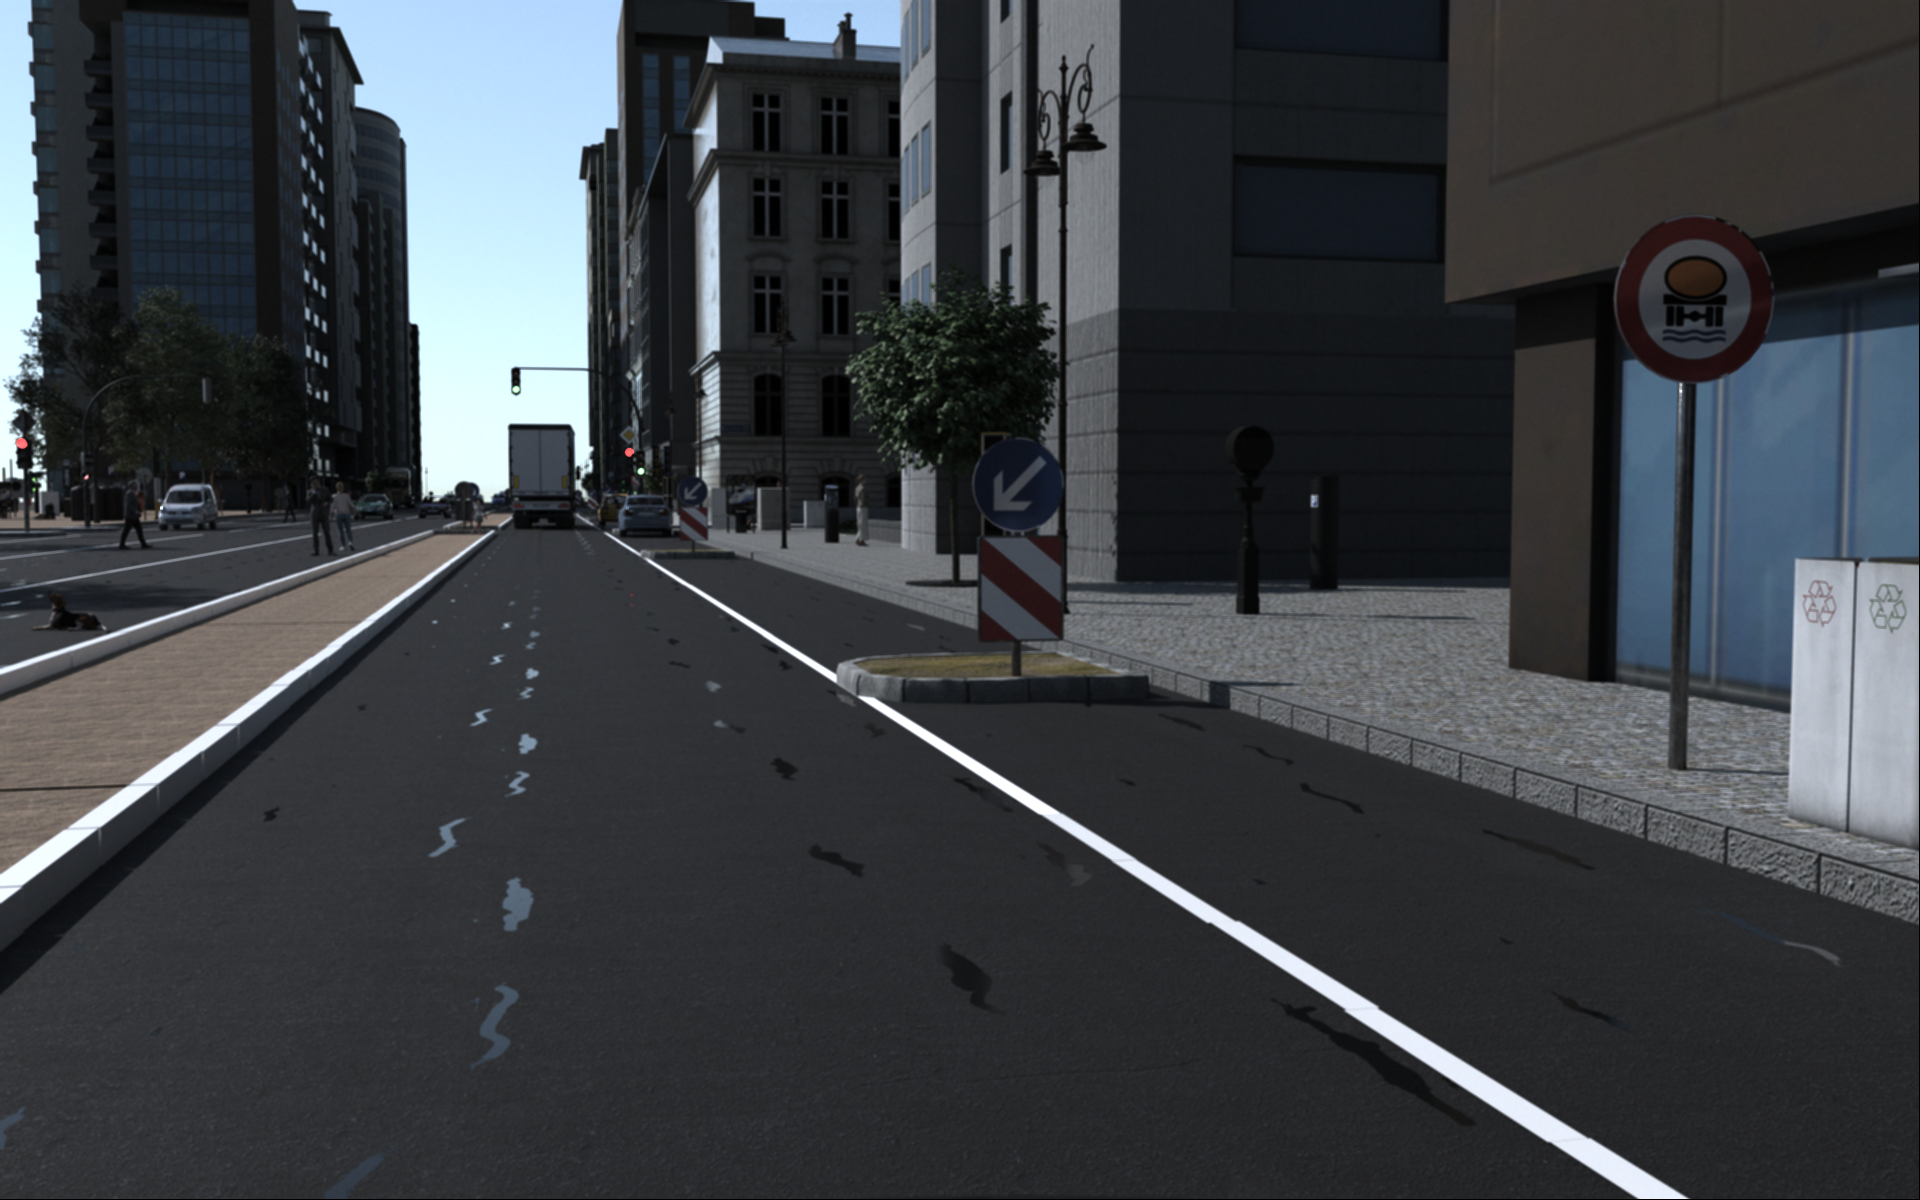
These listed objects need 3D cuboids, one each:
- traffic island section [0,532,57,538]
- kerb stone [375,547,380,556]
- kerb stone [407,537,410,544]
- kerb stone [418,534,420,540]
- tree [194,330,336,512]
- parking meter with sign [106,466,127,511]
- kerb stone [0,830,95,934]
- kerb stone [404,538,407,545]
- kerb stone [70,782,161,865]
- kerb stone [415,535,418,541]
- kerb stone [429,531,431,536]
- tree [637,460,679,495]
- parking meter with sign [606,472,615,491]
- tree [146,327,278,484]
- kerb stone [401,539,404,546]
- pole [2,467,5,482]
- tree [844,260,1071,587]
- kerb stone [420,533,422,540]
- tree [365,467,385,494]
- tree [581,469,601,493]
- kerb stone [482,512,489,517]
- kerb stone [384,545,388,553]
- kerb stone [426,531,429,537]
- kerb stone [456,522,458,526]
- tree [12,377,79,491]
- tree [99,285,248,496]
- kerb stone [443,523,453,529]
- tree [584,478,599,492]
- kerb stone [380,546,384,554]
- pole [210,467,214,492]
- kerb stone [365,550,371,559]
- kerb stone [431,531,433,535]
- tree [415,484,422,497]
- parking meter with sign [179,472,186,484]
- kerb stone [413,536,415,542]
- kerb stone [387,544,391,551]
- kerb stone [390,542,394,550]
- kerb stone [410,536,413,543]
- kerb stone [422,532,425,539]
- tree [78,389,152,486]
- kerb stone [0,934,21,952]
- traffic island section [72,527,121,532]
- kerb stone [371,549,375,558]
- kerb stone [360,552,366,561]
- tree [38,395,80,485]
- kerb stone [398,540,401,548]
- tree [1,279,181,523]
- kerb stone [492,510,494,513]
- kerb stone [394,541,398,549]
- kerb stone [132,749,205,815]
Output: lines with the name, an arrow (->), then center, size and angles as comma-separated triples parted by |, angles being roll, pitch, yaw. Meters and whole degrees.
traffic island section -> -31.513, -2.214, 58.481 | 2.009, 0.180, 2.903 | -1, 4, -13
kerb stone -> -13.437, -1.064, 39.598 | 0.120, 0.150, 1.000 | -1, 4, -13
kerb stone -> -15.602, -1.613, 48.569 | 0.120, 0.150, 1.000 | -1, 4, -13
kerb stone -> -16.560, -1.857, 52.565 | 0.120, 0.150, 1.000 | -1, 4, -13
tree -> -48.835, -12.501, 121.393 | 9.611, 12.733, 9.660 | 0, 3, 0
parking meter with sign -> -52.662, -6.872, 108.614 | 1.738, 3.016, 0.543 | 2, 4, 26
kerb stone -> -3.247, 0.981, 6.151 | 0.120, 0.150, 1.000 | -1, 4, -13
kerb stone -> -15.359, -1.550, 47.567 | 0.120, 0.150, 1.000 | -1, 4, -13
kerb stone -> -3.484, 0.921, 7.145 | 0.120, 0.150, 1.000 | -1, 4, -13
kerb stone -> -16.321, -1.791, 51.571 | 0.120, 0.150, 1.000 | -1, 4, -13
kerb stone -> -17.755, -2.161, 57.535 | 0.120, 0.150, 1.000 | -1, 4, -13
tree -> -15.416, -5.726, 88.222 | 1.663, 3.219, 1.824 | 0, 3, 0
parking meter with sign -> -27.729, -8.618, 137.157 | 0.543, 3.016, 1.738 | -1, 4, -19
tree -> -45.854, -10.990, 105.437 | 9.928, 11.665, 9.643 | 0, 3, 0
kerb stone -> -15.118, -1.491, 46.574 | 0.120, 0.150, 1.000 | -1, 4, -13
pole -> -73.120, -8.482, 132.530 | 0.158, 3.312, 0.155 | 0, 3, 0
tree -> 0.001, -2.495, 24.513 | 4.285, 4.588, 4.351 | 0, 3, 0
kerb stone -> -16.801, -1.918, 53.558 | 0.120, 0.150, 1.000 | -1, 4, -13
tree -> -71.695, -14.053, 213.476 | 4.285, 4.588, 4.351 | 0, 3, 0
tree -> -48.095, -14.867, 226.793 | 4.285, 4.588, 4.351 | 0, 3, 0
kerb stone -> -32.021, -5.785, 116.877 | 0.120, 0.150, 1.000 | -1, 4, -13
kerb stone -> -13.915, -1.185, 41.586 | 0.120, 0.150, 1.000 | -1, 4, -13
kerb stone -> -17.513, -2.101, 56.541 | 0.120, 0.150, 1.000 | -1, 4, -13
kerb stone -> -21.961, -3.230, 75.012 | 0.120, 0.150, 1.000 | -1, 4, -13
tree -> -57.366, -9.706, 109.061 | 4.737, 8.622, 4.395 | 0, 3, 0
tree -> -42.983, -10.804, 94.770 | 7.486, 12.596, 7.792 | 0, 3, 0
kerb stone -> -20.991, -2.985, 71.018 | 0.120, 0.150, 1.000 | -1, 4, -13
tree -> -43.584, -12.839, 204.518 | 1.663, 3.219, 1.824 | 0, 3, 0
kerb stone -> -13.678, -1.125, 40.591 | 0.120, 0.150, 1.000 | -1, 4, -13
pole -> -48.757, -7.282, 112.899 | 0.158, 3.312, 0.155 | 0, 3, 0
kerb stone -> -12.966, -0.942, 37.606 | 0.120, 0.150, 1.000 | -1, 4, -13
kerb stone -> -17.990, -2.222, 58.533 | 0.120, 0.150, 1.000 | -1, 4, -13
tree -> -84.262, -16.749, 268.440 | 1.663, 3.219, 1.824 | 0, 3, 0
parking meter with sign -> -60.827, -8.582, 136.576 | 0.543, 3.016, 1.738 | 0, 4, 5
kerb stone -> -16.079, -1.736, 50.577 | 0.120, 0.150, 1.000 | -1, 4, -13
kerb stone -> -14.164, -1.245, 42.578 | 0.120, 0.150, 1.000 | -1, 4, -13
kerb stone -> -14.400, -1.307, 43.572 | 0.120, 0.150, 1.000 | -1, 4, -13
kerb stone -> -15.835, -1.675, 49.577 | 0.120, 0.150, 1.000 | -1, 4, -13
kerb stone -> -17.032, -1.979, 54.554 | 0.120, 0.150, 1.000 | -1, 4, -13
tree -> -56.564, -10.169, 116.632 | 4.360, 8.622, 3.978 | 0, 3, 0
kerb stone -> -3.002, 1.042, 5.158 | 0.120, 0.150, 1.000 | -1, 4, -13
traffic island section -> -33.380, -2.689, 66.246 | 2.009, 0.180, 2.903 | -1, 4, -13
kerb stone -> -13.200, -1.004, 38.603 | 0.120, 0.150, 1.000 | -1, 4, -13
kerb stone -> -12.727, -0.882, 36.612 | 0.120, 0.150, 1.000 | -1, 4, -13
tree -> -63.730, -10.603, 123.714 | 4.360, 8.622, 3.978 | 0, 3, 0
kerb stone -> -14.875, -1.428, 45.567 | 0.120, 0.150, 1.000 | -1, 4, -13
tree -> -38.337, -8.663, 76.050 | 8.767, 10.594, 7.601 | 1, 4, 17
kerb stone -> -34.419, -6.399, 126.845 | 0.120, 0.150, 1.000 | -1, 4, -13
kerb stone -> -14.637, -1.369, 44.572 | 0.120, 0.150, 1.000 | -1, 4, -13
kerb stone -> -3.724, 0.860, 8.145 | 0.120, 0.150, 1.000 | -1, 4, -13
